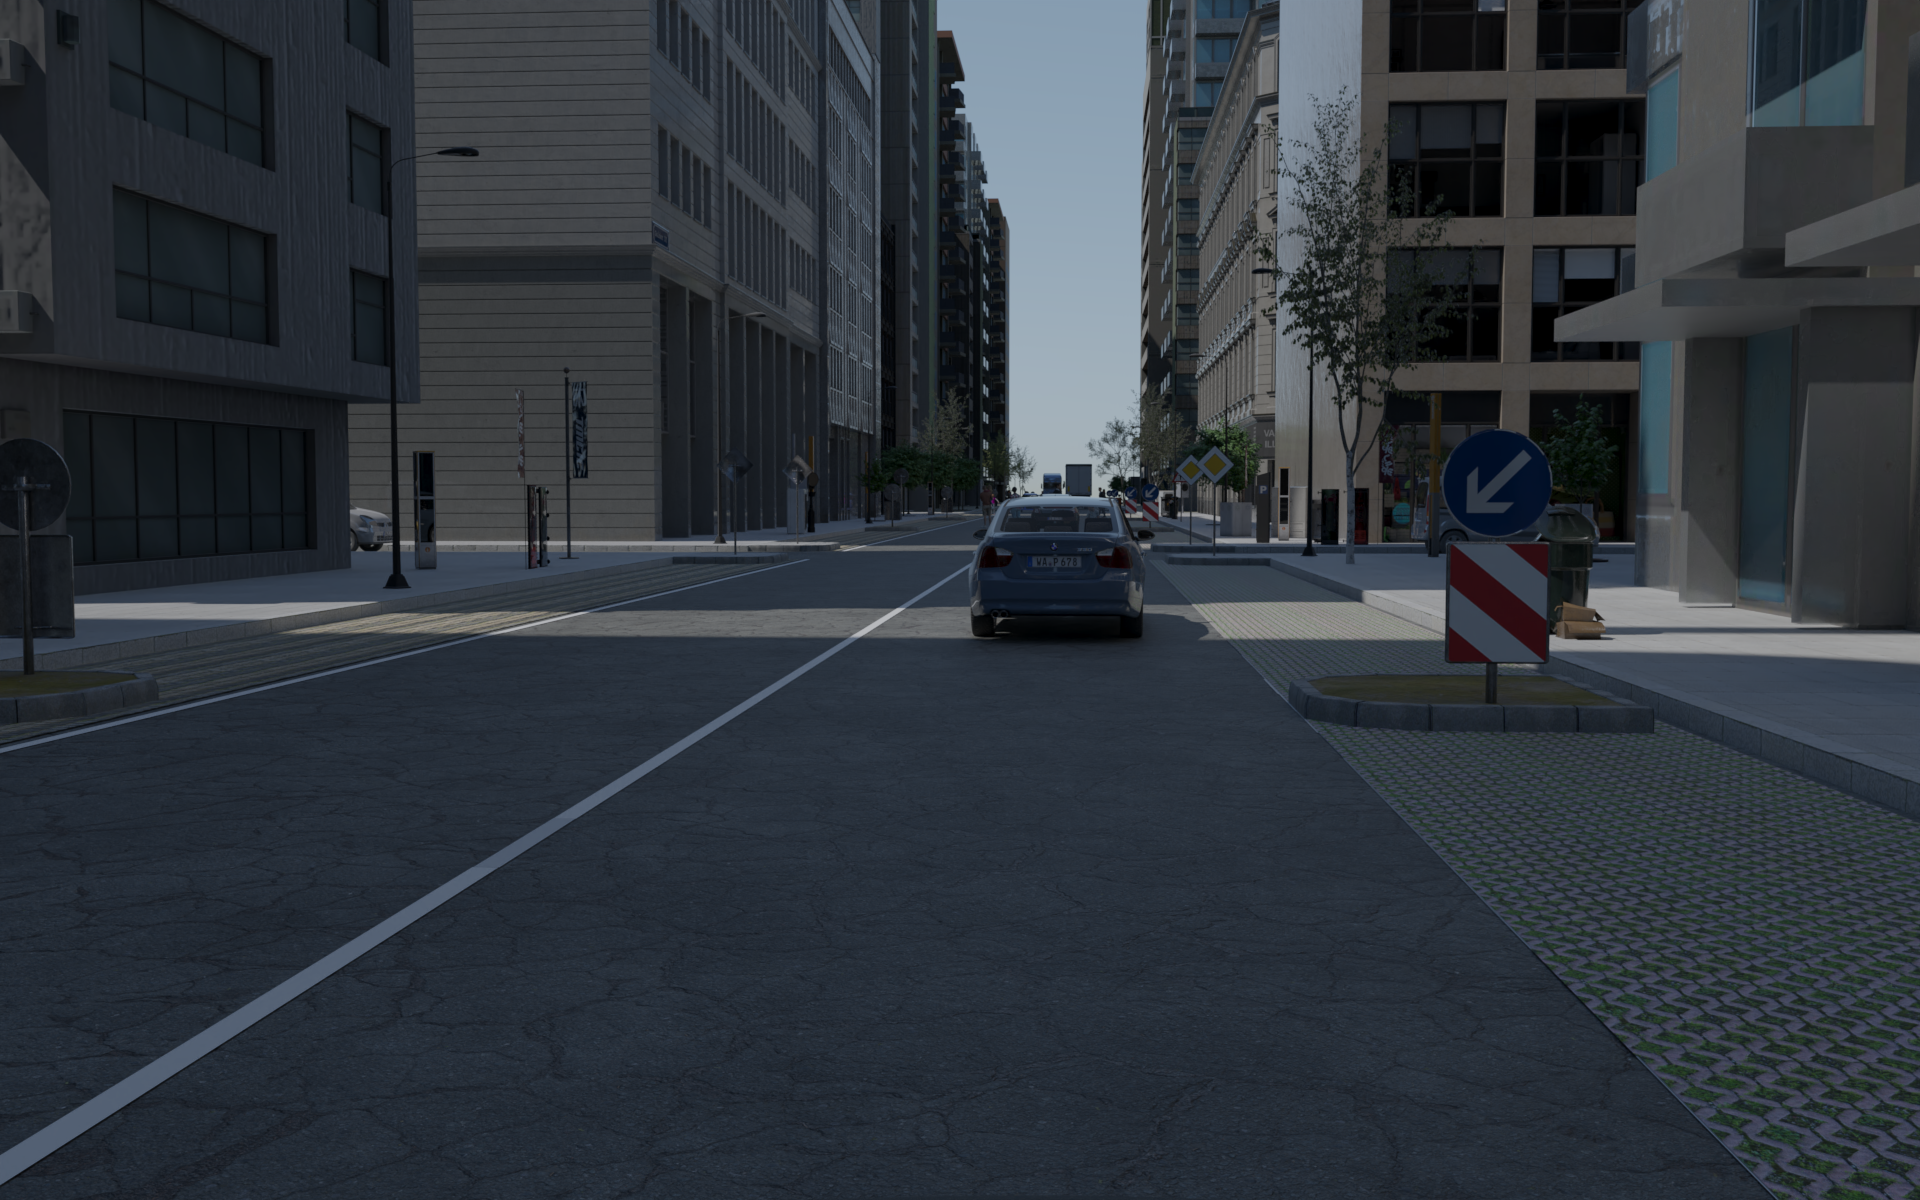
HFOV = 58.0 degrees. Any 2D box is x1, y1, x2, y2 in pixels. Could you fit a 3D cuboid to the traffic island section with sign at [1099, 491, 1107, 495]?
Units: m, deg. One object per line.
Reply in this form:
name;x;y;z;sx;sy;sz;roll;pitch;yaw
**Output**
traffic island section with sign;12.621;-8.209;142.844;1.989;1.847;2.006;0;4;4

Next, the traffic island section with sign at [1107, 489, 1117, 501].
traffic island section with sign;9.081;-5.181;93.336;1.989;1.847;2.006;0;4;4

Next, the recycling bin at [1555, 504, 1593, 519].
recycling bin;15.504;-1.909;43.774;0.722;1.027;0.722;0;4;-2

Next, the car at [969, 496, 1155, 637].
car;1.098;-0.407;18.663;2.014;1.417;4.499;0;4;5

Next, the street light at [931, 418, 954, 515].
street light;-1.169;-8.145;105.713;1.470;5.913;1.316;0;4;4

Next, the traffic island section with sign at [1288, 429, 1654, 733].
traffic island section with sign;3.210;-0.164;11.307;1.989;1.847;2.006;0;4;4

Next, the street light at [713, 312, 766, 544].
street light;-5.649;-4.399;44.473;1.470;5.913;1.316;0;4;4

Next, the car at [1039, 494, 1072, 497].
car;3.527;-3.300;63.738;2.009;1.686;4.222;0;4;4

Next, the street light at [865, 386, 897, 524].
street light;-3.400;-6.260;74.891;1.470;5.913;1.316;0;4;4

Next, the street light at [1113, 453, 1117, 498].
street light;18.055;-13.606;194.998;1.470;5.913;1.316;0;4;4

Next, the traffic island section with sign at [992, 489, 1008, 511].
traffic island section with sign;2.865;-8.245;143.441;1.989;1.847;2.006;0;4;4

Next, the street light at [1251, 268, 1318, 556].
street light;6.686;-3.863;35.700;1.470;5.913;1.316;0;4;4

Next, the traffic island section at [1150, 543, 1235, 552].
traffic island section;5.862;-1.322;43.891;2.009;0.180;2.903;0;4;4

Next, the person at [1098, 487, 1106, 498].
person;8.542;-5.934;105.294;0.755;1.850;0.659;-1;4;-11

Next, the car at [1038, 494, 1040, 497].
car;6.941;-9.034;159.708;2.014;1.417;4.499;0;4;3

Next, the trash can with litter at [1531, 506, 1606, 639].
trash can with litter;5.576;-0.262;15.669;0.624;1.170;1.055;0;4;-1

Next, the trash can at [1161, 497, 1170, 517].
trash can;11.555;-5.217;96.957;0.748;1.137;0.748;0;3;0

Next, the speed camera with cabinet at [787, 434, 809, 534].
speed camera with cabinet;-5.239;-3.773;56.029;0.660;3.252;2.038;0;4;-1

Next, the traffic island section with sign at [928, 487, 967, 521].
traffic island section with sign;-0.664;-5.230;94.135;1.989;1.847;2.006;0;4;4

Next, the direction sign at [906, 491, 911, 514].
direction sign;-3.257;-7.186;109.495;0.876;3.537;0.379;-1;4;-12

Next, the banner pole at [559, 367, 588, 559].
banner pole;-7.573;-2.695;34.080;0.863;3.779;0.401;3;5;40

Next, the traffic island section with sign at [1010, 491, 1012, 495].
traffic island section with sign;4.844;-9.935;171.063;1.989;1.847;2.006;0;4;4

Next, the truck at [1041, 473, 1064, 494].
truck;12.103;-14.647;229.238;2.967;4.110;18.799;0;4;2

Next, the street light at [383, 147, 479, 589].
street light;-7.123;-3.108;23.351;1.470;5.913;1.316;0;4;4

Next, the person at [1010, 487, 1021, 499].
person;2.176;-3.542;67.254;0.563;1.720;0.643;-2;4;-35

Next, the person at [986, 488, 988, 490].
person;1.877;-6.583;116.155;0.581;1.822;0.654;1;4;14

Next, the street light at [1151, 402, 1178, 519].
street light;10.371;-7.055;87.890;1.470;5.913;1.316;0;4;4

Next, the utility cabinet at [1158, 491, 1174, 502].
utility cabinet;13.924;-6.652;117.440;1.173;1.500;0.318;2;4;28

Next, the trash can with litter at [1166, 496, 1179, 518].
trash can with litter;11.280;-4.965;92.567;0.624;1.170;1.055;-1;4;-17

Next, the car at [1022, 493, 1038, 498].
car;5.542;-7.767;136.581;1.945;1.707;3.694;0;4;2

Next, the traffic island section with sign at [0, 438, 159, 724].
traffic island section with sign;-6.571;-0.179;11.555;1.989;1.847;2.006;0;4;4

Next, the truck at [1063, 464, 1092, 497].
truck;11.330;-10.837;166.099;2.839;4.237;11.283;0;4;3

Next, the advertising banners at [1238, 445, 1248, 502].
advertising banners;9.995;-3.973;61.144;0.090;3.025;2.074;1;4;17

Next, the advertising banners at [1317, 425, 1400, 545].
advertising banners;10.035;-2.900;43.601;2.074;3.025;0.090;0;4;-4

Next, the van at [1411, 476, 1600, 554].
van;12.556;-2.009;39.863;4.112;2.044;2.013;0;4;2

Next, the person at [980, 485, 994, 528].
person;1.176;-3.987;73.661;0.573;1.828;0.580;3;5;39

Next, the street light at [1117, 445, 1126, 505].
street light;15.970;-11.745;164.568;1.470;5.913;1.316;0;4;4

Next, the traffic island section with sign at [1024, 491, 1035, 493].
traffic island section with sign;10.695;-14.932;252.771;1.989;1.847;2.006;0;4;4

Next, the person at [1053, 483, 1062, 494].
person;4.174;-3.950;72.449;0.474;1.900;0.648;-3;4;-37

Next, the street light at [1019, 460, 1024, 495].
street light;8.016;-16.075;235.366;1.470;5.913;1.316;0;4;4

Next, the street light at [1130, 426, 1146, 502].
street light;12.534;-8.916;118.315;1.470;5.913;1.316;0;4;4

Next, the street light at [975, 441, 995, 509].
street light;2.047;-10.974;151.962;1.470;5.913;1.316;0;4;4

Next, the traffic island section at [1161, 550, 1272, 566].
traffic island section;5.292;-0.835;35.926;2.009;0.180;2.903;0;4;4

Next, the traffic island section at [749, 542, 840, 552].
traffic island section;-4.203;-1.366;44.613;2.009;0.180;2.903;0;4;4

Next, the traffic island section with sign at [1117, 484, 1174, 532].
traffic island section with sign;7.108;-3.501;65.868;1.989;1.847;2.006;0;4;4

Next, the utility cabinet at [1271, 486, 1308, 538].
utility cabinet;9.642;-2.556;50.471;1.173;1.500;0.318;3;5;45

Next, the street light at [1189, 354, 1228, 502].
street light;8.287;-5.194;57.460;1.470;5.913;1.316;0;4;4

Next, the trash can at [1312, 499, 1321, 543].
trash can;9.618;-2.095;45.904;0.748;1.137;0.748;0;3;0

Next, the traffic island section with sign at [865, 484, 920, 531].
traffic island section with sign;-2.596;-3.575;67.075;1.989;1.847;2.006;0;4;4

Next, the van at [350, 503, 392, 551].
van;-15.926;-2.155;42.246;4.112;2.044;2.013;0;4;5

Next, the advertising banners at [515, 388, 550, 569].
advertising banners;-7.346;-2.052;29.730;0.090;3.025;2.074;0;4;0

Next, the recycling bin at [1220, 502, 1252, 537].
recycling bin;8.380;-2.450;52.605;0.722;1.027;0.722;-2;4;-24

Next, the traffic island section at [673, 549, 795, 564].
traffic island section;-4.773;-0.879;36.649;2.009;0.180;2.903;0;4;4

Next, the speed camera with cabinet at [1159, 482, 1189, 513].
speed camera with cabinet;14.346;-7.450;116.141;2.038;3.252;0.660;-2;4;-25

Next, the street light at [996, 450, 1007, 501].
street light;4.202;-12.835;182.388;1.470;5.913;1.316;0;4;4
